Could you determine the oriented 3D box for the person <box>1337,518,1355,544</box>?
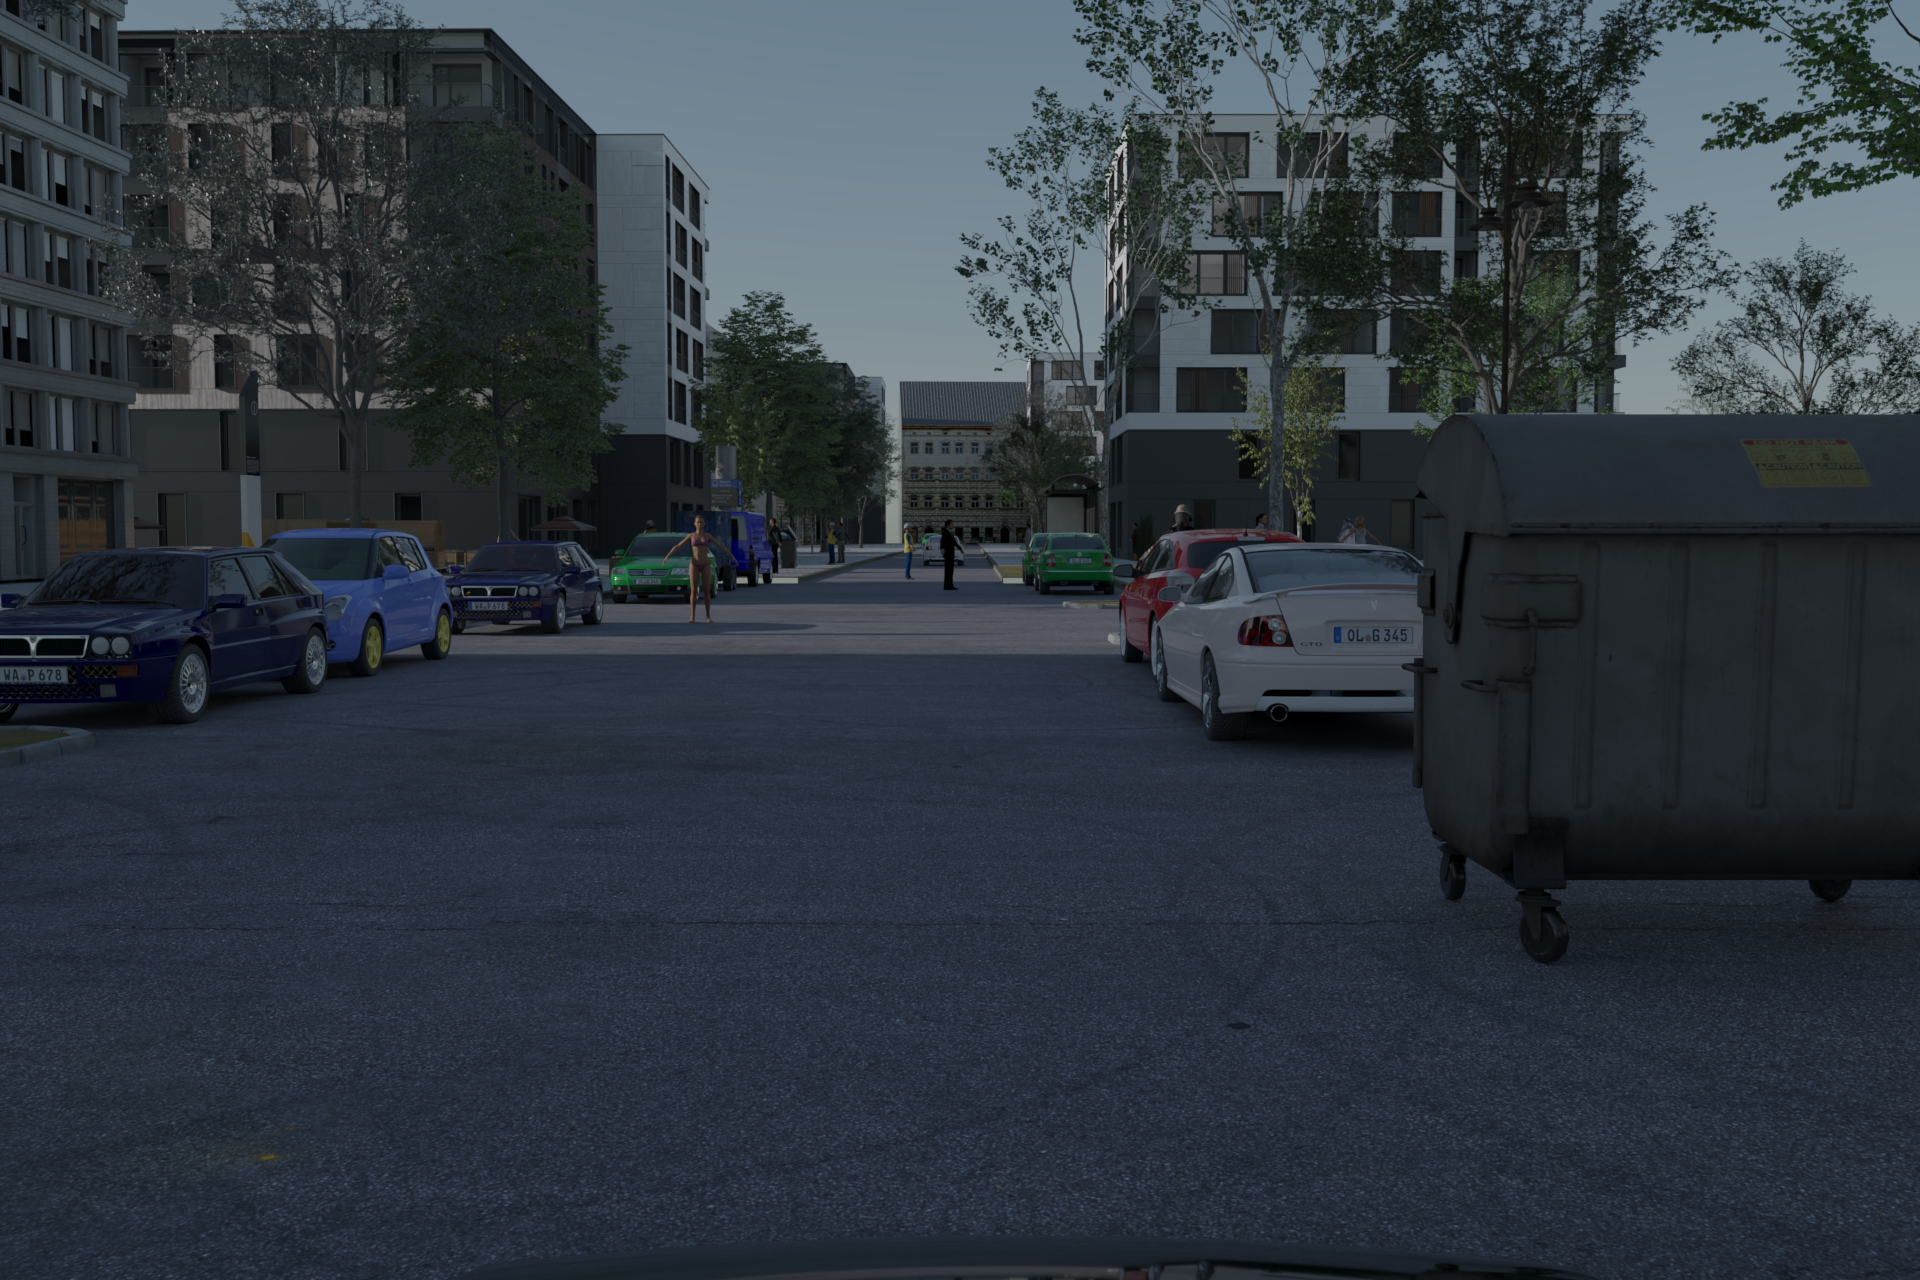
[{"bbox_3d":[10.991,-2.599,49.210,0.621,1.740,0.551,3,4,36],"label":"person"}]

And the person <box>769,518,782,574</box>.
[{"bbox_3d":[-6.080,-3.062,56.294,0.704,1.802,1.346,1,4,22],"label":"person"}]

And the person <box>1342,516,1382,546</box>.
[{"bbox_3d":[10.578,-2.389,45.671,1.214,1.753,0.721,-1,4,-13],"label":"person"}]

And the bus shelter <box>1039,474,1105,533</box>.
[{"bbox_3d":[3.872,-4.085,60.711,2.014,3.302,5.546,0,4,0],"label":"bus shelter"}]

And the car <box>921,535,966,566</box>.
[{"bbox_3d":[-0.760,-4.102,79.422,2.083,1.381,4.827,0,4,-1],"label":"car"}]

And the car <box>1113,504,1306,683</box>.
[{"bbox_3d":[2.723,-0.554,18.105,2.155,1.783,4.494,0,4,-1],"label":"car"}]

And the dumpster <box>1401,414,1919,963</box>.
[{"bbox_3d":[2.644,0.120,6.252,1.865,1.857,1.264,0,4,0],"label":"dumpster"}]

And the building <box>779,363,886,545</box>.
[{"bbox_3d":[-24.076,-23.158,222.613,27.936,21.610,32.646,0,4,0],"label":"building"}]

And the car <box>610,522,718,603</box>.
[{"bbox_3d":[-6.318,-1.741,37.263,1.959,1.807,4.718,0,4,0],"label":"car"}]

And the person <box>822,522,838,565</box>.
[{"bbox_3d":[-5.425,-4.020,72.193,0.721,1.772,1.216,-2,4,-33],"label":"person"}]

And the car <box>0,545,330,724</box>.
[{"bbox_3d":[-6.650,-0.105,14.295,1.945,1.354,3.894,0,4,0],"label":"car"}]

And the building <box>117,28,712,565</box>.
[{"bbox_3d":[-29.073,-14.856,86.873,27.936,21.610,32.646,0,4,1],"label":"building"}]

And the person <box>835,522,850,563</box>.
[{"bbox_3d":[-5.317,-4.331,77.084,0.705,1.796,1.348,3,4,38],"label":"person"}]

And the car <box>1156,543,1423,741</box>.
[{"bbox_3d":[2.632,-0.063,13.387,2.083,1.381,4.827,0,4,0],"label":"car"}]

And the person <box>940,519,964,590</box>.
[{"bbox_3d":[-0.250,-2.182,44.326,0.705,1.806,1.347,2,4,23],"label":"person"}]

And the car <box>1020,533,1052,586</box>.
[{"bbox_3d":[2.695,-2.478,49.317,1.959,1.807,4.718,0,4,0],"label":"car"}]

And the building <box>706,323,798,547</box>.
[{"bbox_3d":[-26.641,-21.022,174.631,19.493,23.208,18.063,0,4,1],"label":"building"}]

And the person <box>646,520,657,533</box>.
[{"bbox_3d":[-12.910,-4.056,72.082,0.705,1.858,1.354,-3,5,-44],"label":"person"}]

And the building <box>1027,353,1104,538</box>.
[{"bbox_3d":[22.022,-22.460,211.191,27.936,21.610,32.646,0,4,1],"label":"building"}]

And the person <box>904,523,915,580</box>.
[{"bbox_3d":[-1.535,-2.782,54.400,0.721,1.772,1.216,0,4,-6],"label":"person"}]

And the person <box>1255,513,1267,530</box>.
[{"bbox_3d":[6.670,-1.894,37.794,0.721,1.735,1.217,3,4,39],"label":"person"}]

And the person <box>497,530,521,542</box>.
[{"bbox_3d":[-18.253,-3.923,69.996,0.705,1.847,1.347,2,4,28],"label":"person"}]

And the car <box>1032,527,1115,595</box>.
[{"bbox_3d":[2.757,-2.046,42.255,1.959,1.807,4.718,0,3,0],"label":"car"}]

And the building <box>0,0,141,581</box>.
[{"bbox_3d":[-28.352,-11.976,42.486,8.464,21.280,15.925,0,4,1],"label":"building"}]

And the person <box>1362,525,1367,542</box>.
[{"bbox_3d":[17.123,-4.141,73.832,0.704,1.817,1.347,0,4,4],"label":"person"}]

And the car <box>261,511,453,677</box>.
[{"bbox_3d":[-6.723,-0.545,18.510,1.945,1.707,3.694,0,3,0],"label":"car"}]

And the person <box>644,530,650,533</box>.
[{"bbox_3d":[-11.515,-3.359,64.188,0.599,1.433,0.991,-2,4,-24],"label":"person"}]

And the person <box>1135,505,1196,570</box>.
[{"bbox_3d":[3.231,-1.039,25.221,1.354,1.856,0.705,1,4,16],"label":"person"}]

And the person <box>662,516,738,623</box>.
[{"bbox_3d":[-4.212,-1.152,28.094,1.217,1.733,0.721,-1,4,-9],"label":"person"}]

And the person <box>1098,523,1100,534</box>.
[{"bbox_3d":[6.356,-4.374,77.444,0.705,1.837,1.347,1,4,19],"label":"person"}]

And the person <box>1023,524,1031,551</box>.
[{"bbox_3d":[3.403,-4.962,87.311,0.705,1.806,1.347,0,4,-7],"label":"person"}]

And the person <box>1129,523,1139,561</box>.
[{"bbox_3d":[8.348,-4.682,82.680,0.704,1.812,1.346,1,4,22],"label":"person"}]

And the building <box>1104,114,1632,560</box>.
[{"bbox_3d":[22.132,-15.714,100.893,27.936,21.610,32.646,0,3,0],"label":"building"}]

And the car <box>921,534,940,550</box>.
[{"bbox_3d":[-2.487,-8.946,155.059,1.959,1.807,4.718,0,3,0],"label":"car"}]

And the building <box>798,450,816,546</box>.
[{"bbox_3d":[-26.466,-22.370,196.675,19.493,23.208,18.063,0,3,0],"label":"building"}]

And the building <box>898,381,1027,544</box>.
[{"bbox_3d":[0.400,-25.340,247.690,18.063,23.208,19.493,0,4,-4],"label":"building"}]

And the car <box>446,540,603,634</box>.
[{"bbox_3d":[-6.569,-0.828,26.110,1.945,1.354,3.894,0,4,1],"label":"car"}]
